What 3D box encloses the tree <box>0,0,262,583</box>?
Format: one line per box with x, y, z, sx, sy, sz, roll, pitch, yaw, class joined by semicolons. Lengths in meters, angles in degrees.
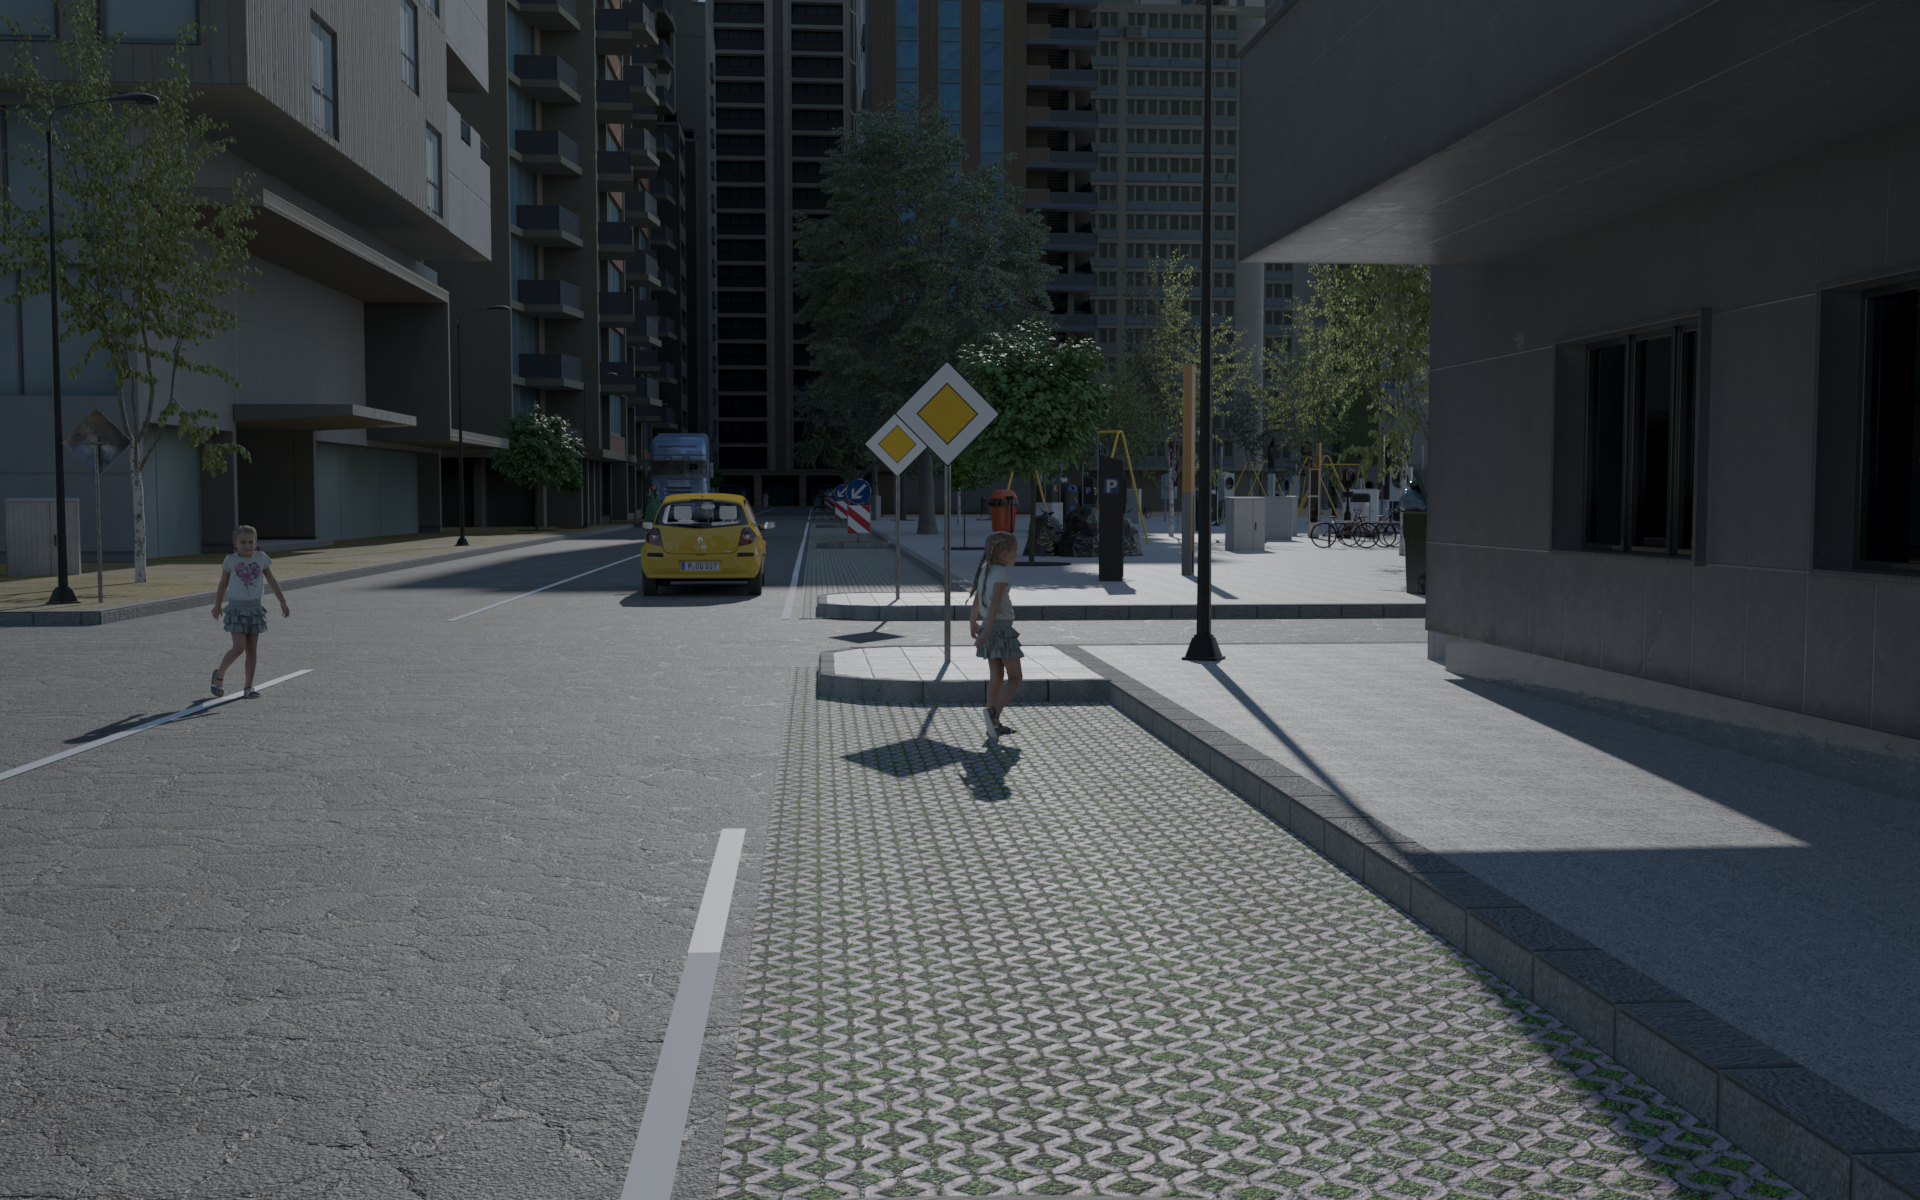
-11.837;-4.546;24.683;4.737;8.622;4.395;0;3;0;tree

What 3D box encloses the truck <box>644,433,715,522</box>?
-12.857;-5.681;82.639;2.967;4.110;18.799;0;4;-5;truck

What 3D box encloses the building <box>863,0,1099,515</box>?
0.905;-28.353;113.676;14.600;45.320;14.200;0;4;-5;building

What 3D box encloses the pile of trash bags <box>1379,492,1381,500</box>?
23.564;-4.949;90.663;3.447;1.369;1.912;2;4;24;pile of trash bags

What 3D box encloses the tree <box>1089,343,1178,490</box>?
7.847;-8.201;84.450;4.737;8.622;4.395;0;3;0;tree

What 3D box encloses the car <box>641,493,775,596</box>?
-3.780;-0.959;25.897;2.015;1.641;3.980;0;4;-5;car

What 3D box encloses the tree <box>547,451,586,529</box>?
-14.477;-4.289;64.733;1.663;3.219;1.824;0;3;0;tree

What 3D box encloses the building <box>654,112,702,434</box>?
-27.086;-21.962;130.782;14.160;30.474;14.107;0;4;-5;building

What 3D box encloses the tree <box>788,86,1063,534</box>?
-1.017;-9.062;54.822;9.857;13.997;8.962;0;3;0;tree

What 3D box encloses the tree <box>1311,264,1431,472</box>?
7.333;-4.626;26.002;4.737;8.622;4.395;0;3;0;tree

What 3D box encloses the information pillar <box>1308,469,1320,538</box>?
10.254;-2.796;50.204;0.304;2.012;0.304;0;4;6;information pillar

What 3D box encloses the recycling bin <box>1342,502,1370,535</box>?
12.153;-2.485;53.176;0.722;1.027;0.722;1;4;22;recycling bin

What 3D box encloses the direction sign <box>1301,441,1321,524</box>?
15.090;-5.047;74.523;0.876;3.537;0.379;0;4;-2;direction sign

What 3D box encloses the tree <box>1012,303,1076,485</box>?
2.966;-7.070;65.963;4.360;8.622;3.978;0;3;0;tree

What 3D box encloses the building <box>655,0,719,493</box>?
-33.484;-32.728;158.803;21.600;48.544;21.300;0;4;-5;building

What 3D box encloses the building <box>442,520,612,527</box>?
-25.525;-25.930;78.579;22.147;44.769;28.867;0;4;-5;building

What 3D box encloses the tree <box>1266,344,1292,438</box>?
15.766;-7.785;77.640;4.737;8.622;4.395;0;3;0;tree

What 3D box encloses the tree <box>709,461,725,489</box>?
-21.757;-10.058;148.167;4.285;4.588;4.351;0;3;0;tree

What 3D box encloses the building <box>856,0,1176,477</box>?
4.253;-34.834;158.778;28.713;52.752;27.495;0;4;-5;building

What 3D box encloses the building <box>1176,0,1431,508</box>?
35.160;-38.062;164.318;28.212;58.520;21.231;0;4;-5;building

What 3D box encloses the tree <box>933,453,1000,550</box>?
0.101;-2.766;39.821;1.663;3.219;1.824;0;3;0;tree

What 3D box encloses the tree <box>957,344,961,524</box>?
-0.286;-7.532;73.517;4.737;8.622;4.395;0;3;0;tree

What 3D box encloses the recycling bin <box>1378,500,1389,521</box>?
19.179;-4.061;78.954;0.722;1.027;0.722;1;4;16;recycling bin

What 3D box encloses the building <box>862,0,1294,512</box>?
8.671;-27.021;133.666;32.217;40.220;23.993;0;4;-5;building

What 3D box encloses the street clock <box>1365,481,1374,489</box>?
22.859;-5.634;96.687;0.358;2.002;0.471;-3;4;-37;street clock

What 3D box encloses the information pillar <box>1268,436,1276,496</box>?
12.685;-4.840;70.496;0.183;3.616;0.504;-1;4;-18;information pillar

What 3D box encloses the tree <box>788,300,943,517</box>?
-4.914;-11.026;97.280;9.611;12.733;9.660;0;3;0;tree

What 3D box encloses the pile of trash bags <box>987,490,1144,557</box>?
2.017;-1.584;35.651;3.447;1.369;1.912;-3;4;-37;pile of trash bags

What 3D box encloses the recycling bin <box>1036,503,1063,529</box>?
2.583;-2.367;51.251;0.722;1.027;0.722;2;4;28;recycling bin

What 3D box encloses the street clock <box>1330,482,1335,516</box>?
21.100;-5.695;97.680;0.358;2.002;0.471;-1;4;-20;street clock

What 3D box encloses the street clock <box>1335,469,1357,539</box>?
11.150;-2.767;49.809;0.471;2.002;0.358;2;4;28;street clock

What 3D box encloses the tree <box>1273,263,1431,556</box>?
8.983;-5.226;35.809;4.360;8.622;3.978;0;3;0;tree

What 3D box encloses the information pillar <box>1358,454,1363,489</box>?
20.999;-6.089;90.913;0.183;3.616;0.504;0;4;-3;information pillar

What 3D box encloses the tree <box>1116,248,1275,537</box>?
6.457;-6.200;51.739;4.360;8.622;3.978;0;3;0;tree

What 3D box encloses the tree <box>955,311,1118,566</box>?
1.256;-2.907;31.241;4.285;4.588;4.351;0;3;0;tree

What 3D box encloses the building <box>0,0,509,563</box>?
-27.288;-27.689;41.949;28.713;52.752;27.495;0;4;-5;building

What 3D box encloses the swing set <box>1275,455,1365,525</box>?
14.667;-4.487;70.983;2.862;2.851;3.119;0;4;-3;swing set

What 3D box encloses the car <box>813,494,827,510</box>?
-12.505;-8.970;158.653;2.014;1.417;4.499;0;4;-5;car

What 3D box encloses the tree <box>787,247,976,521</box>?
-2.725;-10.589;83.503;12.009;13.543;11.850;0;3;0;tree

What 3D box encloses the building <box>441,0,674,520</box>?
-29.633;-27.767;108.611;22.147;44.769;28.867;0;4;-5;building

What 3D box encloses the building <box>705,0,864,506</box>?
-16.680;-45.888;188.527;20.611;71.187;20.563;0;4;-5;building

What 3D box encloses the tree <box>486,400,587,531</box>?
-14.794;-4.700;60.554;4.285;4.588;4.351;0;3;0;tree

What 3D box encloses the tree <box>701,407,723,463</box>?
-21.958;-11.778;142.933;4.360;8.622;3.978;0;3;0;tree

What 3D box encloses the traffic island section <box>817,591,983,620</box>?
-0.742;0.066;21.197;2.009;0.180;2.903;0;4;-5;traffic island section

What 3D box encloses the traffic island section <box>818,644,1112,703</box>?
-0.075;0.553;13.239;2.009;0.180;2.903;0;4;-5;traffic island section

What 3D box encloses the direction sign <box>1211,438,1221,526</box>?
10.294;-4.739;69.483;0.379;3.537;0.876;1;4;15;direction sign

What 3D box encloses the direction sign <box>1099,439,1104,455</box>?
5.830;-4.860;71.465;0.379;3.537;0.876;1;4;16;direction sign
